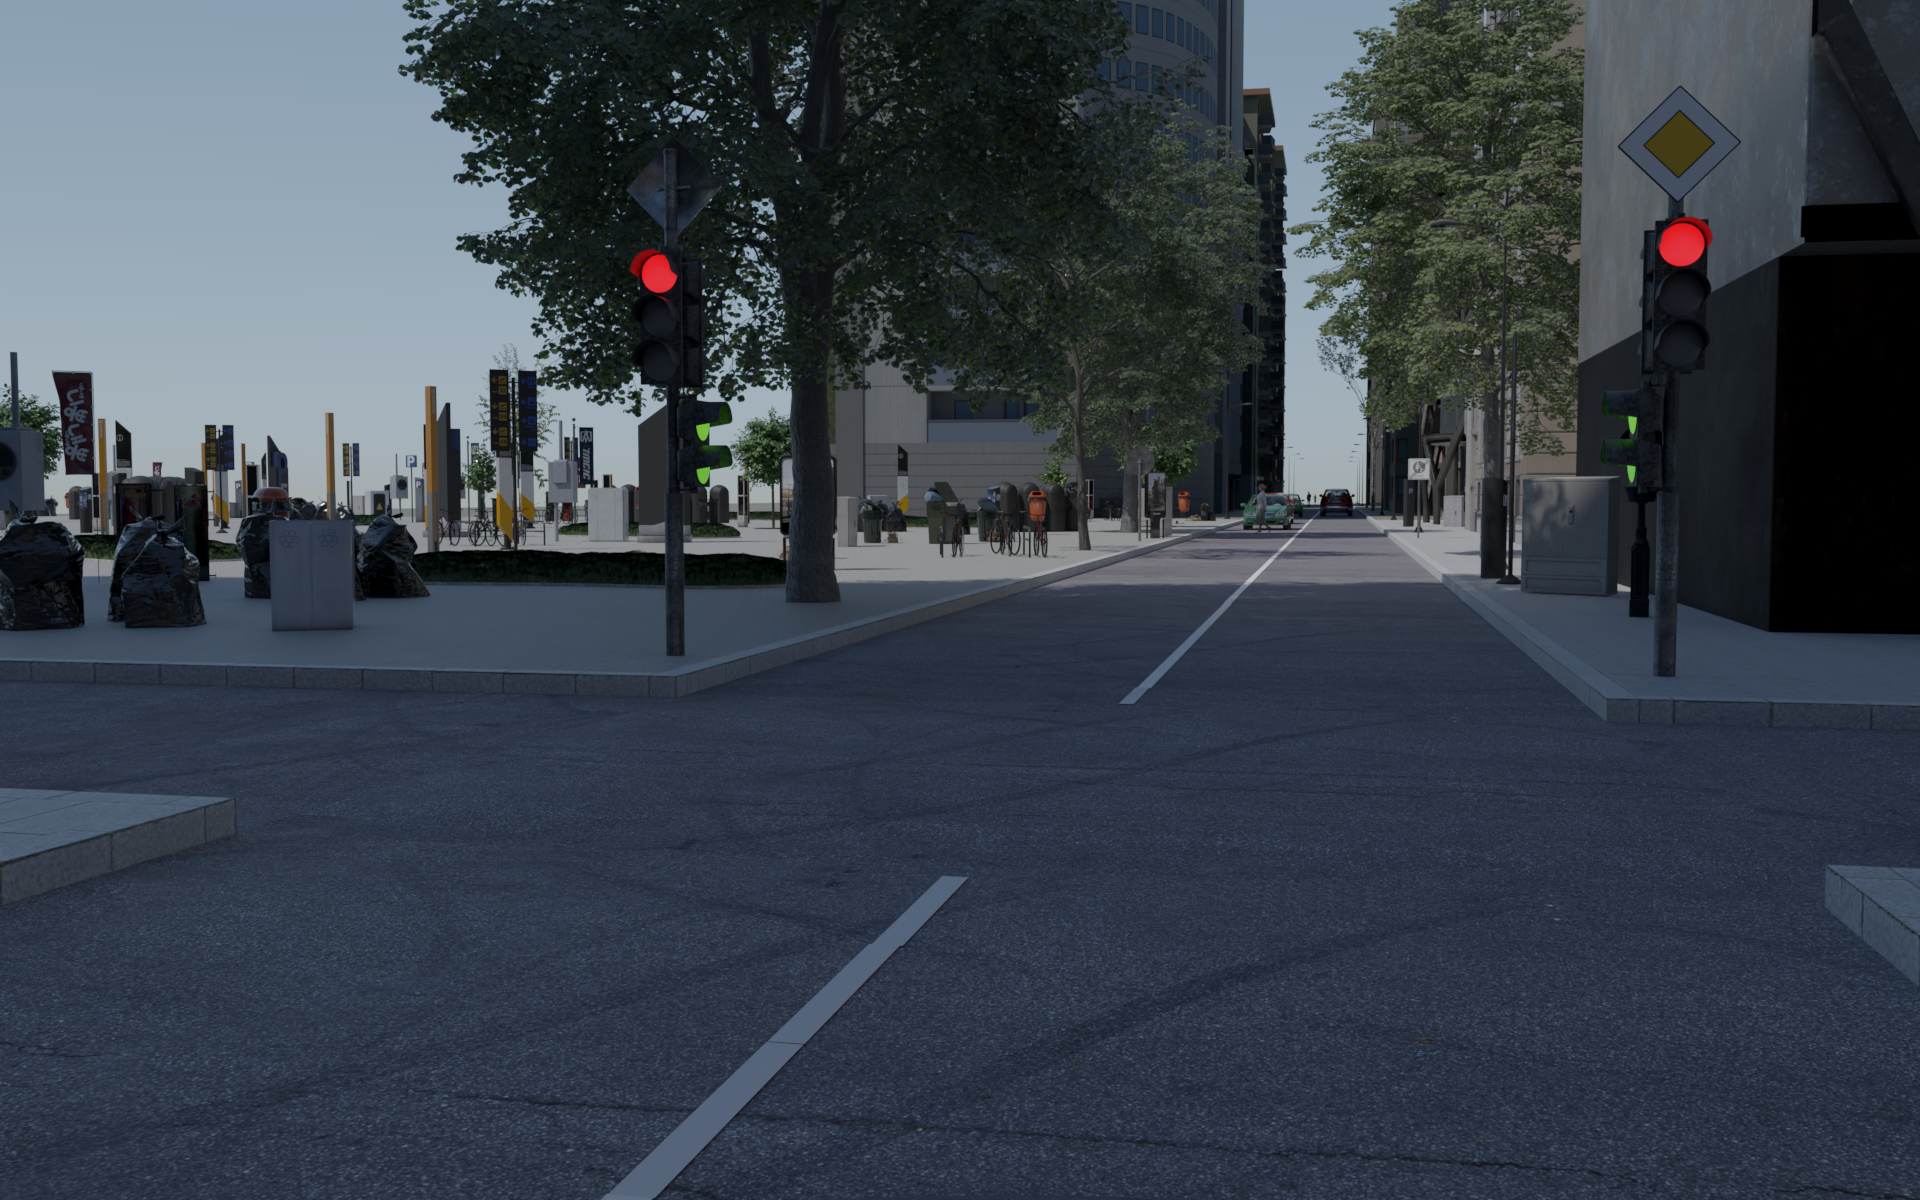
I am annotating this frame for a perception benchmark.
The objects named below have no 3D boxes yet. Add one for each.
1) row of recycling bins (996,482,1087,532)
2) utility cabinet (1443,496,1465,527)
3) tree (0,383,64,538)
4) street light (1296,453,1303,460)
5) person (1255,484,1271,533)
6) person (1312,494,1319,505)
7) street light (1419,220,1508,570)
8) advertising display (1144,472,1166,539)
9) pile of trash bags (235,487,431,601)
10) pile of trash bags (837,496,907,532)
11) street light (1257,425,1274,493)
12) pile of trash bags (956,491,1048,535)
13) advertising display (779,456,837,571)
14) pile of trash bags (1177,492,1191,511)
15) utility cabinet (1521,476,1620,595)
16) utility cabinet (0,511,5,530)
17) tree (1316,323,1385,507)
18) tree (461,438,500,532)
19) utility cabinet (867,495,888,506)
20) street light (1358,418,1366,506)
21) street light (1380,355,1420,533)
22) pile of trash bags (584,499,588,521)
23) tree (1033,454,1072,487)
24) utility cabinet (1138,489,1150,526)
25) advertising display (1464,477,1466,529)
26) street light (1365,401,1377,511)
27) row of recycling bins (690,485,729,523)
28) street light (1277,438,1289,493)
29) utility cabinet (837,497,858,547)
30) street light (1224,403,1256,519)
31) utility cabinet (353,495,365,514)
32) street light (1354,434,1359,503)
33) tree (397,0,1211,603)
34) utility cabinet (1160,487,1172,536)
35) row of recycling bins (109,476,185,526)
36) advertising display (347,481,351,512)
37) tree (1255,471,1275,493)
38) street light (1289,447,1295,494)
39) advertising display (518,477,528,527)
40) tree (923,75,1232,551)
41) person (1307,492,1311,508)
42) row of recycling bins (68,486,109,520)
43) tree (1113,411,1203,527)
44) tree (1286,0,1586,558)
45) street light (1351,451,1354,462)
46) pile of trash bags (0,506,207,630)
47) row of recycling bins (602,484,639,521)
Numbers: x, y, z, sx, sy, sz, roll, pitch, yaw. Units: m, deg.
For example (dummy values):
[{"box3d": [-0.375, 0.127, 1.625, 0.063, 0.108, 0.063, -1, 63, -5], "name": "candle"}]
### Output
[{"box3d": [2.733, -3.160, 58.771, 3.534, 1.692, 1.069, -2, 4, -27], "name": "row of recycling bins"}, {"box3d": [19.346, -3.457, 67.678, 0.306, 1.237, 1.020, -2, 4, -26], "name": "utility cabinet"}, {"box3d": [-28.071, -4.132, 51.265, 4.285, 4.588, 4.351, 0, 3, 0], "name": "tree"}, {"box3d": [38.145, -13.784, 197.901, 1.470, 5.913, 1.316, 1, 4, 12], "name": "street light"}, {"box3d": [11.098, -3.345, 63.411, 0.641, 1.798, 0.478, 0, 4, 5], "name": "person"}, {"box3d": [45.991, -12.990, 224.149, 0.557, 1.426, 1.065, -3, 4, -36], "name": "person"}, {"box3d": [8.651, -3.478, 29.413, 1.470, 5.913, 1.316, 1, 4, 12], "name": "street light"}, {"box3d": [5.648, -2.744, 50.084, 0.123, 1.923, 0.974, 3, 5, 40], "name": "advertising display"}, {"box3d": [-8.247, -0.752, 22.042, 1.912, 1.369, 3.447, -3, 5, -43], "name": "pile of trash bags"}, {"box3d": [-3.616, -2.998, 58.768, 3.447, 1.369, 1.912, -1, 4, -23], "name": "pile of trash bags"}, {"box3d": [20.337, -8.791, 116.275, 1.470, 5.913, 1.316, 1, 4, 12], "name": "street light"}, {"box3d": [1.091, -2.765, 54.963, 3.447, 1.369, 1.912, 1, 4, 14], "name": "pile of trash bags"}, {"box3d": [-2.548, -1.462, 29.113, 0.974, 1.923, 0.123, 1, 4, 11], "name": "advertising display"}, {"box3d": [9.849, -4.612, 85.156, 3.447, 1.369, 1.912, 3, 5, 41], "name": "pile of trash bags"}, {"box3d": [7.766, -0.820, 22.082, 0.318, 1.500, 1.173, -3, 5, -42], "name": "utility cabinet"}, {"box3d": [-34.120, -3.106, 61.938, 0.306, 1.237, 1.020, 1, 4, 15], "name": "utility cabinet"}, {"box3d": [41.972, -19.144, 168.889, 12.611, 20.169, 13.585, 0, 3, 0], "name": "tree"}, {"box3d": [-16.272, -3.978, 59.638, 1.663, 3.219, 1.824, 0, 3, 0], "name": "tree"}, {"box3d": [-4.094, -4.586, 86.149, 1.020, 1.237, 0.306, -2, 4, -33], "name": "utility cabinet"}, {"box3d": [25.138, -8.118, 105.277, 1.470, 5.913, 1.316, 1, 4, 12], "name": "street light"}, {"box3d": [14.716, -5.195, 57.480, 1.470, 5.913, 1.316, 1, 4, 12], "name": "street light"}, {"box3d": [-17.312, -4.557, 84.259, 1.912, 1.369, 3.447, -1, 4, -10], "name": "pile of trash bags"}, {"box3d": [4.457, -5.234, 80.172, 1.663, 3.219, 1.824, 0, 3, 0], "name": "tree"}, {"box3d": [7.757, -3.725, 69.587, 1.173, 1.500, 0.318, 2, 4, 25], "name": "utility cabinet"}, {"box3d": [19.024, -3.591, 63.919, 0.123, 1.923, 0.974, -2, 4, -35], "name": "advertising display"}, {"box3d": [20.779, -6.880, 85.027, 1.470, 5.913, 1.316, 1, 4, 12], "name": "street light"}, {"box3d": [-11.892, -4.212, 75.986, 3.534, 1.692, 1.069, -1, 4, -16], "name": "row of recycling bins"}, {"box3d": [26.437, -10.520, 144.542, 1.470, 5.913, 1.316, 1, 4, 12], "name": "street light"}, {"box3d": [-2.744, -1.908, 42.361, 0.306, 1.237, 1.020, 1, 4, 9], "name": "utility cabinet"}, {"box3d": [14.230, -7.095, 88.544, 1.470, 5.913, 1.316, 1, 4, 12], "name": "street light"}, {"box3d": [-32.638, -5.070, 94.061, 1.020, 1.237, 0.306, 2, 4, 35], "name": "utility cabinet"}, {"box3d": [31.143, -9.800, 132.765, 1.470, 5.913, 1.316, 1, 4, 12], "name": "street light"}, {"box3d": [-1.872, -6.949, 20.265, 9.857, 13.997, 8.962, 0, 3, 0], "name": "tree"}, {"box3d": [6.098, -2.658, 52.132, 0.318, 1.500, 1.173, 1, 4, 20], "name": "utility cabinet"}, {"box3d": [-18.420, -2.008, 39.948, 1.069, 1.692, 3.534, -1, 4, -9], "name": "row of recycling bins"}, {"box3d": [-29.540, -4.806, 83.786, 0.123, 1.923, 0.974, -1, 4, -13], "name": "advertising display"}, {"box3d": [26.232, -9.391, 148.151, 1.663, 3.219, 1.824, 0, 3, 0], "name": "tree"}, {"box3d": [31.939, -12.072, 169.919, 1.470, 5.913, 1.316, 1, 4, 12], "name": "street light"}, {"box3d": [-16.634, -3.742, 66.395, 0.123, 1.923, 0.974, -3, 5, -41], "name": "advertising display"}, {"box3d": [2.505, -6.407, 39.172, 7.601, 10.594, 8.767, 0, 4, 1], "name": "tree"}, {"box3d": [37.176, -10.708, 184.499, 0.541, 1.710, 0.530, 0, 4, -6], "name": "person"}, {"box3d": [-43.047, -4.906, 87.334, 3.534, 1.692, 1.069, -1, 4, -12], "name": "row of recycling bins"}, {"box3d": [7.679, -5.107, 67.213, 4.285, 4.588, 4.351, 0, 3, 0], "name": "tree"}, {"box3d": [10.254, -7.119, 34.527, 7.486, 12.596, 7.792, 0, 3, 0], "name": "tree"}, {"box3d": [37.160, -11.488, 160.363, 1.470, 5.913, 1.316, 1, 4, 12], "name": "street light"}, {"box3d": [-9.218, -0.443, 16.998, 3.447, 1.369, 1.912, -1, 4, -16], "name": "pile of trash bags"}, {"box3d": [-13.409, -3.943, 71.579, 3.534, 1.692, 1.069, 2, 4, 29], "name": "row of recycling bins"}]
